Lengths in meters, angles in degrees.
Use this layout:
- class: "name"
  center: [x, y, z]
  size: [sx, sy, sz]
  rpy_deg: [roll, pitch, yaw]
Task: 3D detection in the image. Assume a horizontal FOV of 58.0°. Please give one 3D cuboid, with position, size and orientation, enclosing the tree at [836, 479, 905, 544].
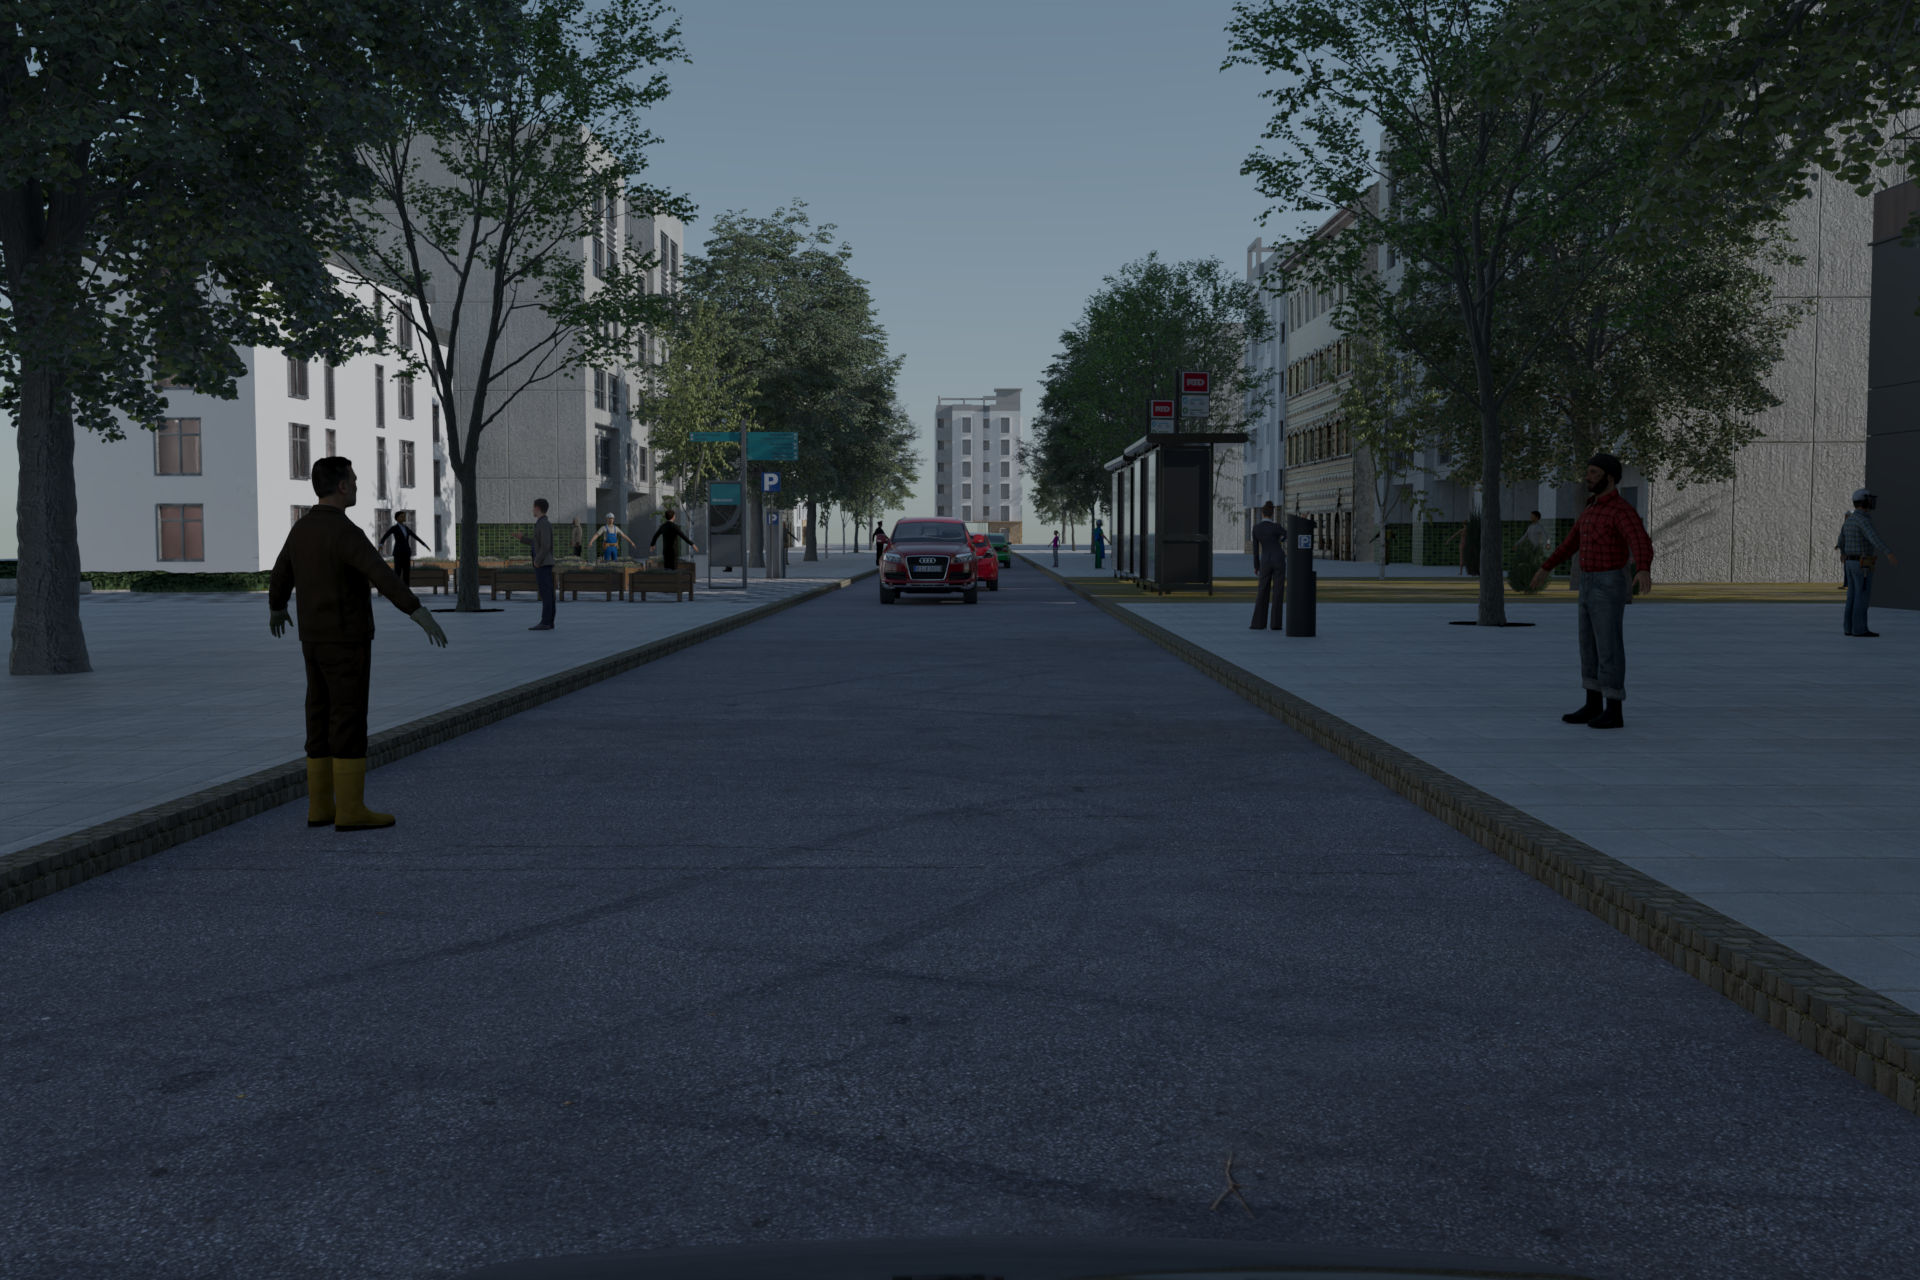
- class: "tree"
  center: [-11.848, -19.327, 226.370]
  size: [12.009, 13.543, 11.850]
  rpy_deg: [0, 3, 0]

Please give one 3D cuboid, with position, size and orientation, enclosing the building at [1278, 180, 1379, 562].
- class: "building"
  center: [27.453, -15.734, 88.174]
  size: [19.493, 23.208, 18.063]
  rpy_deg: [0, 4, 0]

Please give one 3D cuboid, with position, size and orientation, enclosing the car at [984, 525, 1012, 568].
- class: "car"
  center: [1.253, -3.977, 73.819]
  size: [1.959, 1.807, 4.718]
  rpy_deg: [0, 4, 1]

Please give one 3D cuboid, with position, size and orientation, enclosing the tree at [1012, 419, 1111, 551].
- class: "tree"
  center: [8.353, -11.967, 130.067]
  size: [8.767, 10.594, 7.601]
  rpy_deg: [-3, 5, -43]

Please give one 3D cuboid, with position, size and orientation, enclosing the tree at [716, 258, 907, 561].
- class: "tree"
  center: [-7.070, -10.714, 81.826]
  size: [9.857, 13.997, 8.962]
  rpy_deg: [0, 3, 0]

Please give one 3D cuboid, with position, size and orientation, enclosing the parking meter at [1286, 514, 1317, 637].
- class: "parking meter"
  center: [4.274, -0.811, 21.670]
  size: [0.372, 1.533, 0.369]
  rpy_deg: [0, 3, 0]

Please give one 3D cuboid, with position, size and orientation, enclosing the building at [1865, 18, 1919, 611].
- class: "building"
  center: [26.383, -10.390, 13.850]
  size: [27.936, 21.610, 32.646]
  rpy_deg: [0, 4, 1]

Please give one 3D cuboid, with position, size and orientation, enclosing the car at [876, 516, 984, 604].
- class: "car"
  center: [-0.633, -1.745, 37.207]
  size: [2.281, 1.827, 5.304]
  rpy_deg: [0, 4, 0]

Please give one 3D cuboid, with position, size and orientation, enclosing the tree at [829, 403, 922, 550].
- class: "tree"
  center: [-6.863, -13.264, 134.996]
  size: [7.486, 12.596, 7.792]
  rpy_deg: [0, 3, 0]

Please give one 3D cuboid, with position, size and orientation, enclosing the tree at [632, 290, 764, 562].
- class: "tree"
  center: [-8.196, -6.295, 53.283]
  size: [4.737, 8.622, 4.395]
  rpy_deg: [0, 3, 0]

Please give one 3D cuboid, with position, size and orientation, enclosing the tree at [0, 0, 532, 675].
- class: "tree"
  center: [-8.561, -6.669, 15.695]
  size: [9.857, 13.997, 8.962]
  rpy_deg: [0, 3, 0]

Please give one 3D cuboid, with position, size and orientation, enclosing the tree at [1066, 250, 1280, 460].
- class: "tree"
  center: [7.672, -8.357, 62.386]
  size: [9.928, 11.665, 9.643]
  rpy_deg: [0, 3, 0]

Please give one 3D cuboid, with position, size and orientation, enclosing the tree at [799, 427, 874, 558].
- class: "tree"
  center: [-6.887, -8.646, 91.716]
  size: [4.737, 8.622, 4.395]
  rpy_deg: [0, 3, 0]

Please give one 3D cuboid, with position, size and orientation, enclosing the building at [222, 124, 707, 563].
- class: "building"
  center: [-24.289, -13.723, 90.823]
  size: [16.747, 18.905, 31.486]
  rpy_deg: [0, 4, 1]

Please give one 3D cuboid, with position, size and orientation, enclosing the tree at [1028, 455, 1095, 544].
- class: "tree"
  center: [13.642, -19.502, 225.505]
  size: [9.857, 13.997, 8.962]
  rpy_deg: [0, 3, 0]

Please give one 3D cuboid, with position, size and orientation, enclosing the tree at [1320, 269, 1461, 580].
- class: "tree"
  center: [11.868, -5.979, 48.124]
  size: [4.737, 8.622, 4.395]
  rpy_deg: [0, 3, 0]

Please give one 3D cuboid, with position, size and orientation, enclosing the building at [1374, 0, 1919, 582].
- class: "building"
  center: [26.775, -11.910, 61.187]
  size: [16.747, 18.905, 31.486]
  rpy_deg: [0, 4, 0]

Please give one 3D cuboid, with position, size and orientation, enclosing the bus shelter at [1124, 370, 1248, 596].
- class: "bus shelter"
  center: [5.015, -3.823, 40.146]
  size: [2.179, 5.291, 8.768]
  rpy_deg: [0, 4, 1]

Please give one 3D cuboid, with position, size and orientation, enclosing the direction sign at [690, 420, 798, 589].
- class: "direction sign"
  center: [-5.034, -3.196, 41.022]
  size: [2.525, 3.948, 1.411]
  rpy_deg: [0, 4, 1]

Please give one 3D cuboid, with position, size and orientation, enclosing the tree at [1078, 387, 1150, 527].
- class: "tree"
  center: [7.689, -7.947, 80.290]
  size: [4.360, 8.622, 3.978]
  rpy_deg: [0, 3, 0]

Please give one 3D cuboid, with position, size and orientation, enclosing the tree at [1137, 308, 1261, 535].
- class: "tree"
  center: [7.867, -6.493, 56.521]
  size: [4.360, 8.622, 3.978]
  rpy_deg: [0, 3, 0]

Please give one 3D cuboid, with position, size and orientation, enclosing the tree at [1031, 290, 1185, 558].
- class: "tree"
  center: [8.446, -11.356, 92.326]
  size: [9.857, 13.997, 8.962]
  rpy_deg: [0, 3, 0]

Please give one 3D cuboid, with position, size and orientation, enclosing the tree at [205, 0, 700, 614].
- class: "tree"
  center: [-8.095, -6.255, 28.032]
  size: [9.928, 11.665, 9.643]
  rpy_deg: [0, 3, 0]

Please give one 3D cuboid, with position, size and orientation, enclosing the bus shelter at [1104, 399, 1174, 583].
- class: "bus shelter"
  center: [5.311, -4.379, 49.223]
  size: [2.179, 5.291, 8.768]
  rpy_deg: [0, 4, 0]

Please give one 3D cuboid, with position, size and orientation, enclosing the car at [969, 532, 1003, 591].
- class: "car"
  center: [0.057, -2.204, 45.083]
  size: [2.155, 1.783, 4.494]
  rpy_deg: [0, 4, -1]

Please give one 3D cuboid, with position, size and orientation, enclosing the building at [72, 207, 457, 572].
- class: "building"
  center: [-22.231, -7.128, 58.694]
  size: [9.099, 9.664, 28.070]
  rpy_deg: [0, 4, 2]

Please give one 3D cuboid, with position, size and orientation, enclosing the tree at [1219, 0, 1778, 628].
- class: "tree"
  center: [7.350, -6.012, 24.053]
  size: [9.928, 11.665, 9.643]
  rpy_deg: [0, 3, 0]

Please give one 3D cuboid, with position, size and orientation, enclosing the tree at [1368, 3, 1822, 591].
- class: "tree"
  center: [14.157, -8.105, 39.164]
  size: [9.857, 13.997, 8.962]
  rpy_deg: [0, 3, 0]

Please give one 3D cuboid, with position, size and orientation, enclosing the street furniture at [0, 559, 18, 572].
- class: "street furniture"
  center: [-31.441, -2.194, 51.506]
  size: [5.734, 0.657, 10.072]
  rpy_deg: [0, 4, -1]

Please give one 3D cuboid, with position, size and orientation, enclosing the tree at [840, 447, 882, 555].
- class: "tree"
  center: [-6.906, -9.460, 105.030]
  size: [4.737, 8.622, 4.395]
  rpy_deg: [0, 3, 0]

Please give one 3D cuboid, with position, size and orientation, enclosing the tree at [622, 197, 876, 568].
- class: "tree"
  center: [-7.882, -9.733, 65.783]
  size: [9.857, 13.997, 8.962]
  rpy_deg: [0, 3, 0]

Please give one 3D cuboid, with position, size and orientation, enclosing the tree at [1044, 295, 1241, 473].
- class: "tree"
  center: [7.489, -8.937, 71.878]
  size: [9.928, 11.665, 9.643]
  rpy_deg: [0, 3, 0]

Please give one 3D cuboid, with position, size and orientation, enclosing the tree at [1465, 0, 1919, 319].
- class: "tree"
  center: [6.704, -5.647, 10.460]
  size: [7.486, 12.596, 7.792]
  rpy_deg: [0, 3, 0]

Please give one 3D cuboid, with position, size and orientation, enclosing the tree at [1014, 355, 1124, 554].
- class: "tree"
  center: [8.582, -12.311, 111.662]
  size: [12.009, 13.543, 11.850]
  rpy_deg: [0, 3, 0]

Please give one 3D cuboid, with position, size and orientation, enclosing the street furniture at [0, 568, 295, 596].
- class: "street furniture"
  center: [-18.931, -1.419, 38.820]
  size: [10.072, 0.657, 5.734]
  rpy_deg: [-1, 4, -23]

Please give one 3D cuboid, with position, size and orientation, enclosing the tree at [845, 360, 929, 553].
- class: "tree"
  center: [-6.926, -12.668, 117.497]
  size: [12.009, 13.543, 11.850]
  rpy_deg: [0, 3, 0]
